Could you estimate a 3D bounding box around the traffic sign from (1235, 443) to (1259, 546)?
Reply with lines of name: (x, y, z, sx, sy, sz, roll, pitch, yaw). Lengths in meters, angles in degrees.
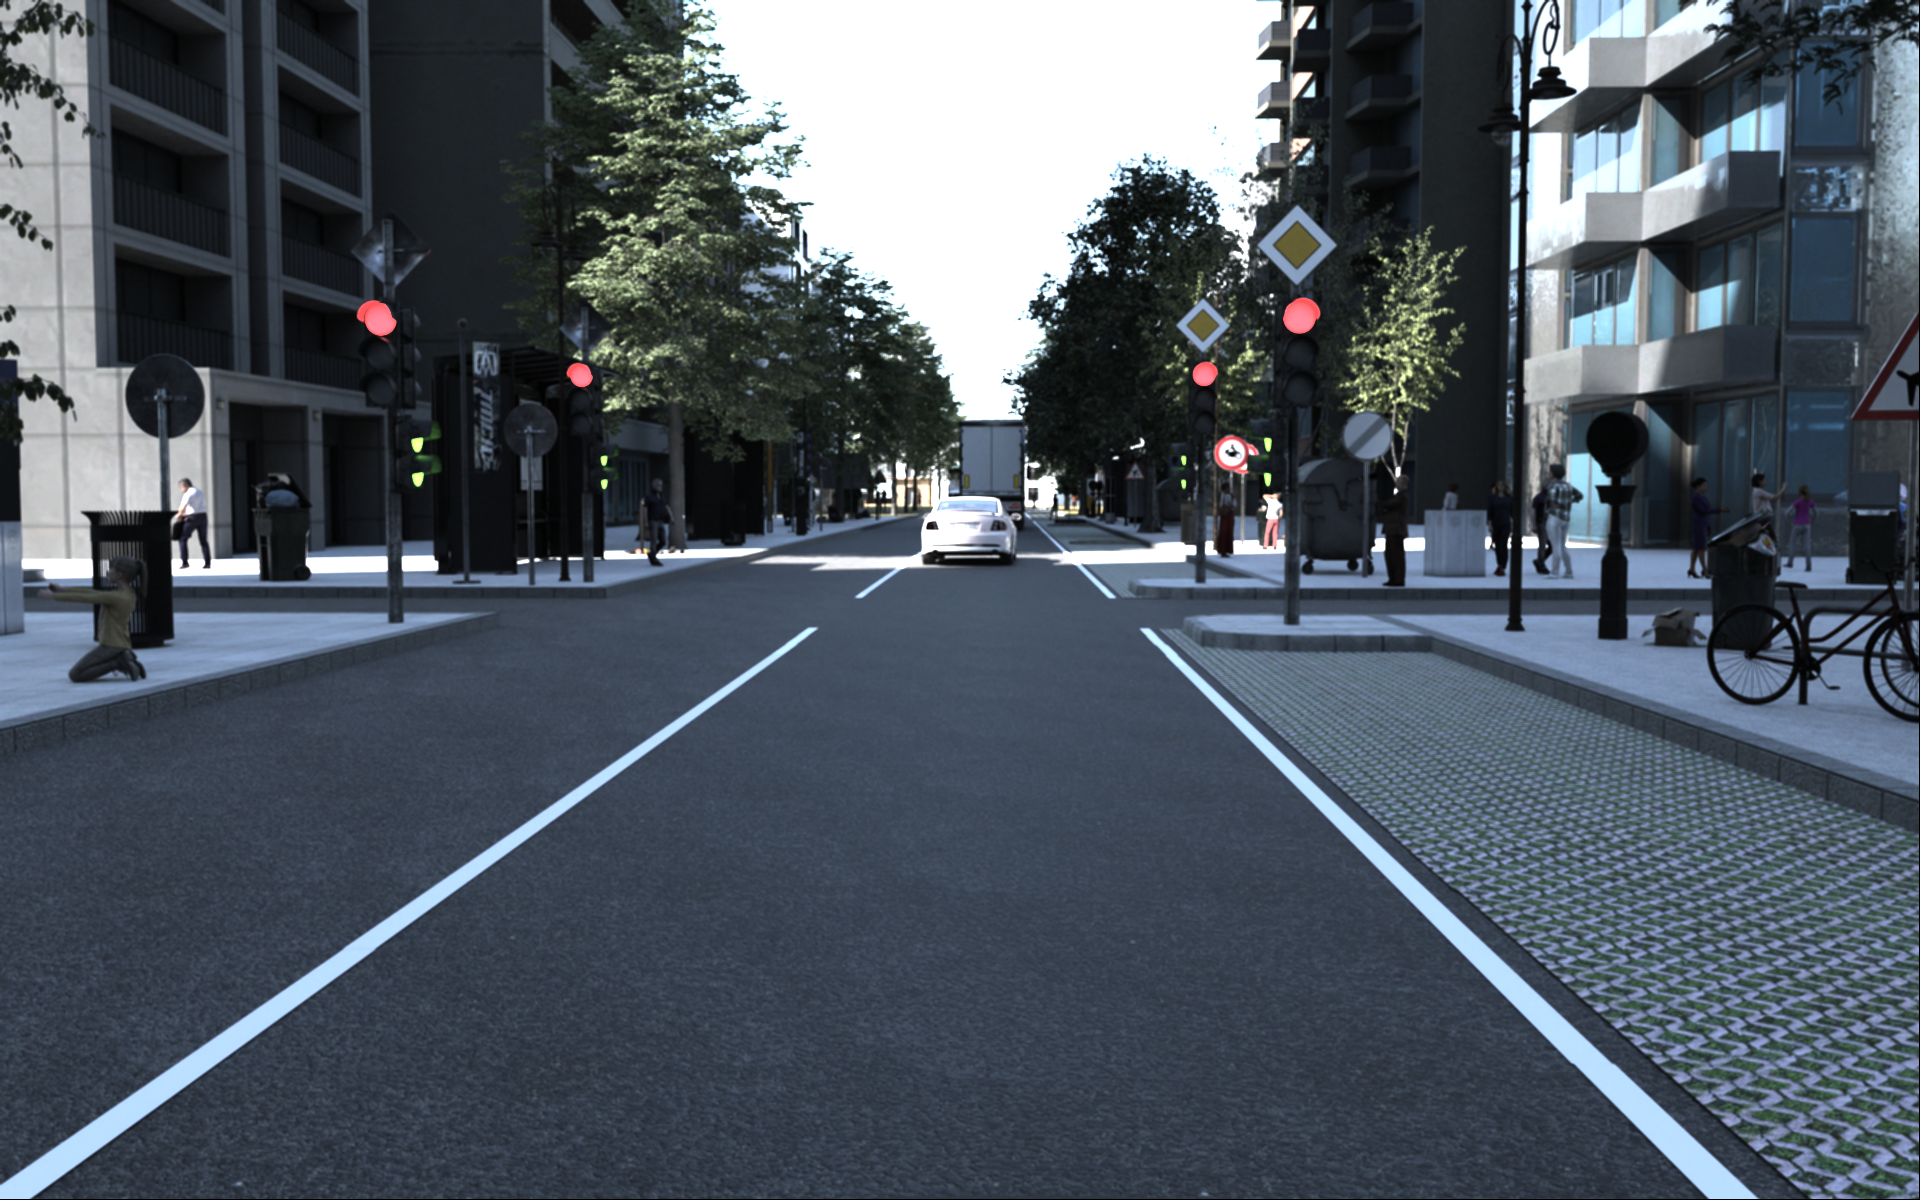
traffic sign: (7.025, -2.623, 42.984, 0.768, 2.556, 0.104, 1, 4, 11)

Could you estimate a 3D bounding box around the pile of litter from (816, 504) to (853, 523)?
pile of litter: (-5.912, -3.868, 77.205, 1.176, 0.858, 1.719, 3, 5, 44)

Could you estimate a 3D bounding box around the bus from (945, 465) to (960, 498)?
bus: (0.267, -9.729, 150.607, 2.896, 3.916, 12.252, 0, 4, 1)

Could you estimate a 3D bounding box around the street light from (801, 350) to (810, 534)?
street light: (-4.990, -5.070, 55.674, 0.468, 5.910, 1.993, 0, 4, 2)

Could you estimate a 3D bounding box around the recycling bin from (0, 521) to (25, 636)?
recycling bin: (-9.029, -0.193, 15.702, 0.722, 1.027, 0.722, 0, 4, 0)

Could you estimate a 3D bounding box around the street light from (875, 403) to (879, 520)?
street light: (-4.120, -6.917, 85.873, 0.468, 5.910, 1.993, 0, 4, 2)

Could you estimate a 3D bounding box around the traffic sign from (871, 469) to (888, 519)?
traffic sign: (-4.117, -5.429, 88.768, 0.884, 2.594, 0.081, 0, 4, 6)

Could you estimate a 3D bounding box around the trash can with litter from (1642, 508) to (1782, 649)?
trash can with litter: (6.266, -0.187, 14.447, 1.055, 1.170, 0.624, 2, 4, 34)

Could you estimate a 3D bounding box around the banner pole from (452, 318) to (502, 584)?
banner pole: (-6.948, -2.139, 24.982, 0.401, 3.779, 0.863, 3, 5, 40)

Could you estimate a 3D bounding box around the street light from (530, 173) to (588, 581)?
street light: (-5.835, -3.218, 25.396, 0.468, 5.910, 1.993, 0, 4, 2)

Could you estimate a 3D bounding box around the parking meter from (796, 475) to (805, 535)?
parking meter: (-4.947, -2.938, 53.754, 0.255, 1.863, 0.399, -1, 4, -12)

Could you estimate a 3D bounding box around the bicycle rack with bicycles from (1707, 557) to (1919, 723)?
bicycle rack with bicycles: (6.286, 0.209, 9.967, 2.852, 0.926, 2.925, -2, 4, -27)

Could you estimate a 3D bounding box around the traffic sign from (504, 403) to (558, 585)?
traffic sign: (-6.020, -1.479, 24.286, 0.768, 2.556, 0.104, 0, 4, 5)

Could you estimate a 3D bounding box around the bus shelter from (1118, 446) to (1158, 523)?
bus shelter: (7.967, -4.912, 74.242, 2.014, 3.302, 5.546, 0, 4, 1)

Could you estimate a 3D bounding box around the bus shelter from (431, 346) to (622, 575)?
bus shelter: (-7.503, -2.405, 30.606, 1.731, 3.624, 6.357, 0, 4, 2)

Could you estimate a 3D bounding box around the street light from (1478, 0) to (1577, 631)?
street light: (5.215, -2.649, 16.101, 0.468, 5.910, 1.993, 0, 4, 2)

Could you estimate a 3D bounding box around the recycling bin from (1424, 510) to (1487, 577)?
recycling bin: (7.728, -0.886, 27.046, 0.722, 1.027, 0.722, -1, 4, -12)

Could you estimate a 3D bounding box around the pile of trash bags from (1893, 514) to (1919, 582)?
pile of trash bags: (15.507, -0.937, 25.074, 3.447, 1.369, 1.912, 0, 4, 6)

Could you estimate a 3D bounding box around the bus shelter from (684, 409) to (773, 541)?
bus shelter: (-6.645, -3.626, 50.562, 1.731, 3.624, 6.357, 0, 4, 2)

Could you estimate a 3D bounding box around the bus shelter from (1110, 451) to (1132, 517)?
bus shelter: (8.596, -6.371, 95.443, 1.731, 3.624, 6.357, 0, 4, 2)

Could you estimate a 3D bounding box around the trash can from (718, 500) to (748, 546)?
trash can: (-5.633, -1.917, 43.002, 0.748, 1.137, 0.748, 0, 3, 0)

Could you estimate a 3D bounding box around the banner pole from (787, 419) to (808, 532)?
banner pole: (-5.426, -4.167, 58.151, 0.863, 3.779, 0.401, -3, 5, -43)

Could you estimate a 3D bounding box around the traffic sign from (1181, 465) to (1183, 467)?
traffic sign: (8.864, -4.181, 68.369, 0.884, 2.594, 0.081, 0, 4, 3)

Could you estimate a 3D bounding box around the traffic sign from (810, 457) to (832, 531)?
traffic sign: (-4.795, -3.645, 59.707, 0.768, 2.556, 0.104, 1, 4, 9)

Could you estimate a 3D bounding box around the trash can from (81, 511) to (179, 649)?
trash can: (-6.944, -0.176, 14.534, 0.748, 1.137, 0.748, 0, 3, 0)

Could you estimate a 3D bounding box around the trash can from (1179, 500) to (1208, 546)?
trash can: (5.807, -1.926, 43.140, 0.748, 1.137, 0.748, 0, 3, 0)

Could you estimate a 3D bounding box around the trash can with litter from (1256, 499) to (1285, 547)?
trash can with litter: (7.741, -1.881, 42.138, 1.055, 1.170, 0.624, 1, 4, 18)

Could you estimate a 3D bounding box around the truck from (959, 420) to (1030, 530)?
truck: (1.455, -5.048, 71.448, 2.839, 4.237, 11.283, 0, 4, 3)

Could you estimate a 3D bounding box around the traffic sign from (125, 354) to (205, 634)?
traffic sign: (-7.251, -0.960, 15.802, 0.768, 2.556, 0.104, 0, 4, 7)

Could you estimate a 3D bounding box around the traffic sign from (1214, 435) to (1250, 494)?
traffic sign: (5.887, -2.290, 37.547, 0.768, 2.556, 0.104, 0, 4, 4)

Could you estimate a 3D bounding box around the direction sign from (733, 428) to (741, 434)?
direction sign: (-7.203, -3.883, 55.479, 0.379, 3.537, 0.876, -2, 4, -33)

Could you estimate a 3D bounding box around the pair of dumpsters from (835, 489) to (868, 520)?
pair of dumpsters: (-5.656, -5.294, 89.044, 1.574, 2.255, 4.437, 0, 4, 1)

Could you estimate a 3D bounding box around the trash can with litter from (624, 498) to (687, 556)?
trash can with litter: (-6.432, -1.603, 37.270, 1.678, 1.210, 2.233, 1, 4, 19)

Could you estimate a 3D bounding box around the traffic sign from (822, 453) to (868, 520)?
traffic sign: (-5.724, -5.643, 86.143, 2.265, 3.308, 0.079, 0, 4, 2)

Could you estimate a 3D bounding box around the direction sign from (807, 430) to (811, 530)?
direction sign: (-5.479, -4.242, 61.357, 0.379, 3.537, 0.876, 1, 4, 22)

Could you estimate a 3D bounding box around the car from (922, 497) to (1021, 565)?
car: (0.232, -1.477, 36.519, 2.083, 1.381, 4.827, 0, 4, 3)

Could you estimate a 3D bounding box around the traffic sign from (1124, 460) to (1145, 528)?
traffic sign: (6.637, -4.012, 65.597, 0.884, 2.594, 0.081, 0, 4, 7)

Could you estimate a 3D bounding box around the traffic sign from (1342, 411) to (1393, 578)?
traffic sign: (6.227, -1.618, 26.557, 0.768, 2.556, 0.104, 0, 4, 7)

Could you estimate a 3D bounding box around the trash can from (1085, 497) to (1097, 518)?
trash can: (7.118, -5.041, 94.068, 0.748, 1.137, 0.748, 0, 3, 0)

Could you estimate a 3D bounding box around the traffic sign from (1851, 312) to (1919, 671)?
traffic sign: (6.867, -0.764, 12.495, 0.884, 2.594, 0.081, 0, 4, 6)

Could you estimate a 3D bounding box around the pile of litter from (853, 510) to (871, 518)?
pile of litter: (-5.532, -4.833, 92.988, 1.719, 0.858, 1.176, -1, 4, -21)
